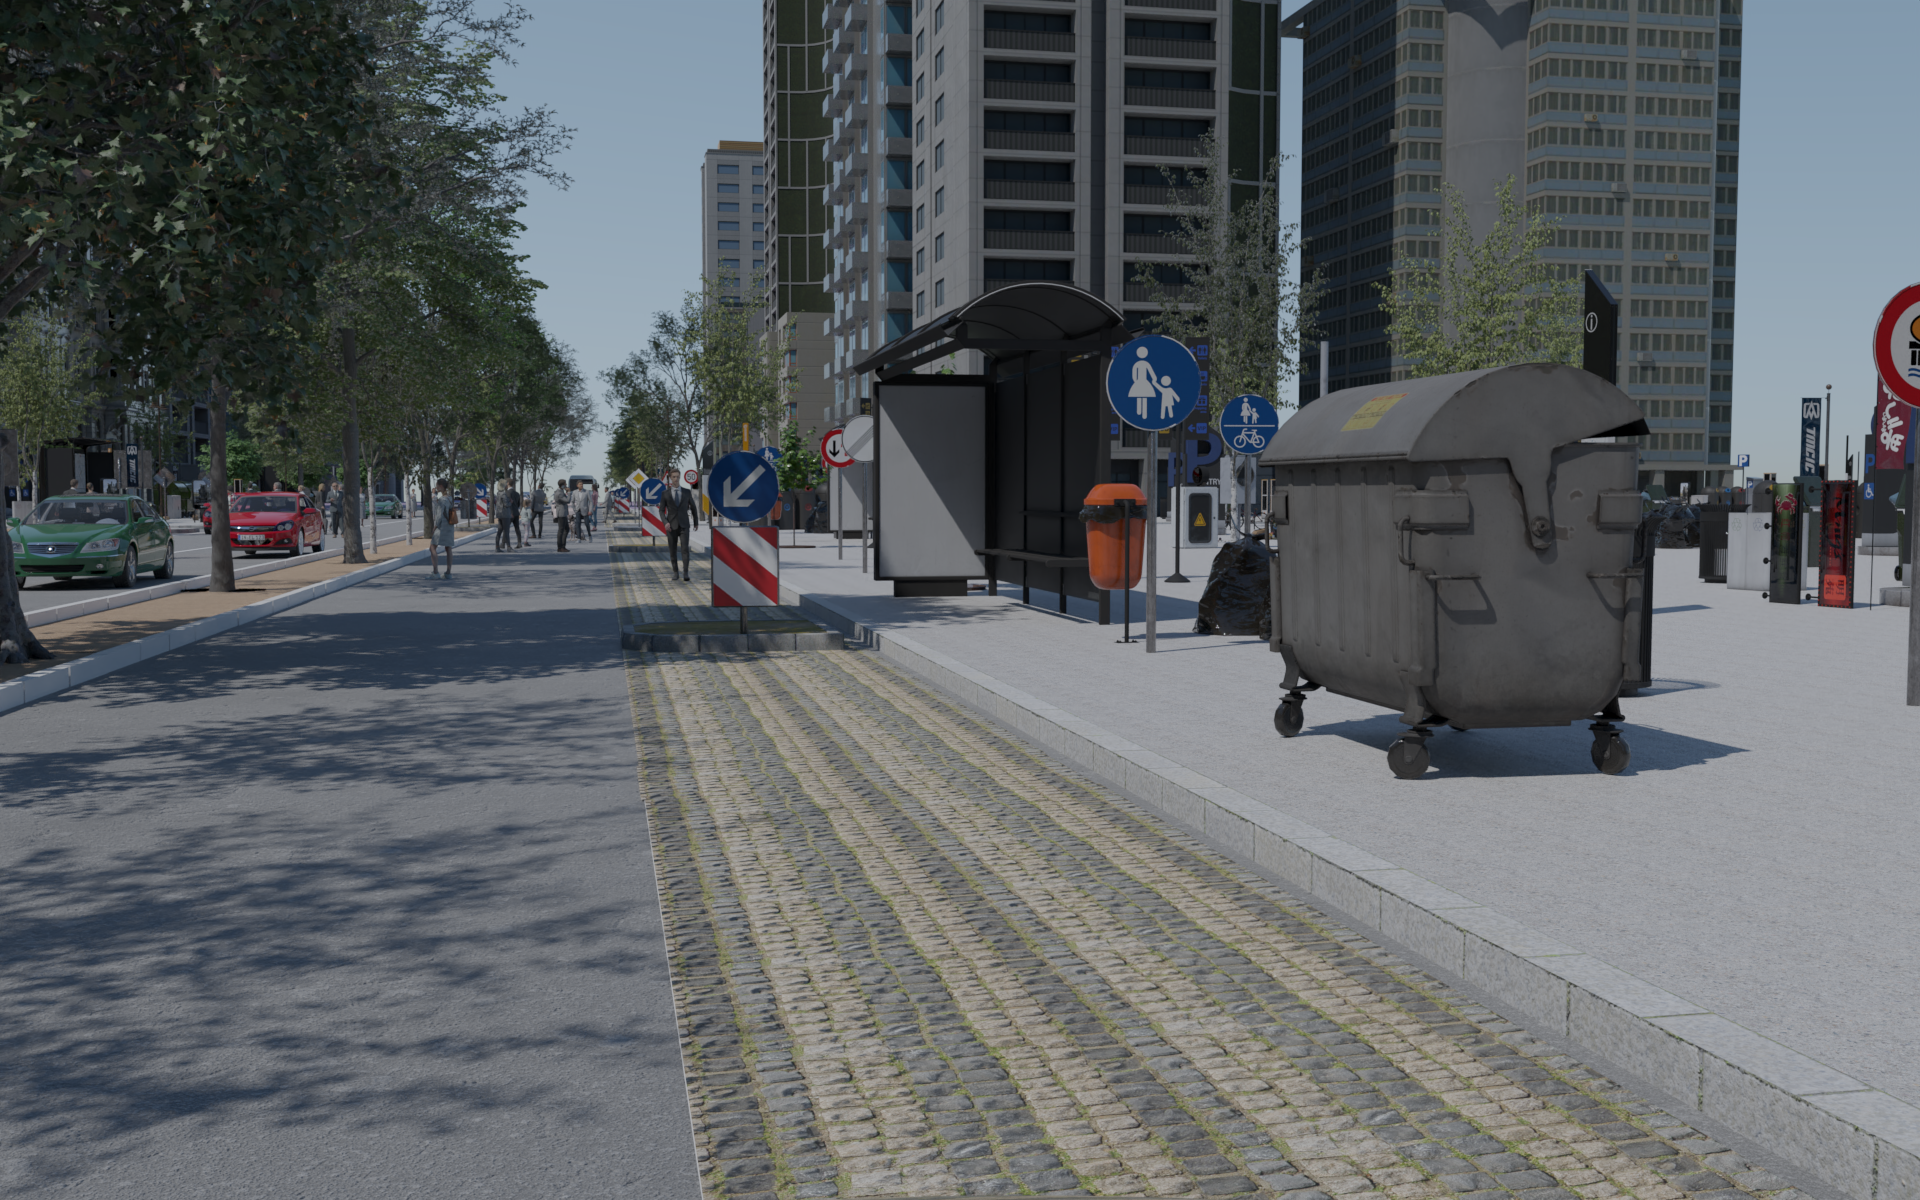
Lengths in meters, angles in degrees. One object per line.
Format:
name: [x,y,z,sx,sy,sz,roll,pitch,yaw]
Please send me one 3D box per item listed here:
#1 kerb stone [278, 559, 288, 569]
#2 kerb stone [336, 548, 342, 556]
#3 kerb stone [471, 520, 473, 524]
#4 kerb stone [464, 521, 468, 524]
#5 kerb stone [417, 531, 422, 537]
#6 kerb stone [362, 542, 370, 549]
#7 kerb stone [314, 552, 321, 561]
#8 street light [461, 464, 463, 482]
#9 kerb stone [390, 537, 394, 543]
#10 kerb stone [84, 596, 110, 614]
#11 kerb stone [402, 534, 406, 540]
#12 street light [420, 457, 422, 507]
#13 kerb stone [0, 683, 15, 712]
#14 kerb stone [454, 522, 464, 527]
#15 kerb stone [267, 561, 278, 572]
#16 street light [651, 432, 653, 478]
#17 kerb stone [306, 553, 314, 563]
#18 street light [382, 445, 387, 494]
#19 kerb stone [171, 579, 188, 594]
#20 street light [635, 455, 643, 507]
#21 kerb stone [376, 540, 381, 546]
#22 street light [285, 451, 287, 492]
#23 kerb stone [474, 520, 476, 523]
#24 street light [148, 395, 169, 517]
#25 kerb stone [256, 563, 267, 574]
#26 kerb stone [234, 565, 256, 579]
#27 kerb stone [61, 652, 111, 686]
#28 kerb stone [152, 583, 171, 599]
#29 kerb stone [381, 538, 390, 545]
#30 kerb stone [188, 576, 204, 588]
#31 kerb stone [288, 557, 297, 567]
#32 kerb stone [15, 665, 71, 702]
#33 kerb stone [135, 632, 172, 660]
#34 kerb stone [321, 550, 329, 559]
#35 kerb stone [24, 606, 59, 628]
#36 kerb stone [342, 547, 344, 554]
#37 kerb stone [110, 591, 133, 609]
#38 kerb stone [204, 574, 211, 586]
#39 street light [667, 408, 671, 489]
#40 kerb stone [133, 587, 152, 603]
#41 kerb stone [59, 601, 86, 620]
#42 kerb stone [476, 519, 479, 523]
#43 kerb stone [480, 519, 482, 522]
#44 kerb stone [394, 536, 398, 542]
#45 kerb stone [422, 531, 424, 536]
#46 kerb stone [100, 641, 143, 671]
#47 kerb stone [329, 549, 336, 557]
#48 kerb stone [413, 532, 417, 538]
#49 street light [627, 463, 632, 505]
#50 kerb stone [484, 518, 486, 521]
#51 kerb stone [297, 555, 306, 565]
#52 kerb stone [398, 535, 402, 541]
kerb stone: [-13.001,-0.659,32.972,0.120,0.150,1.000,-1,4,-12]
kerb stone: [-14.463,-1.088,39.991,0.120,0.150,1.000,-1,4,-12]
kerb stone: [-22.921,-3.579,80.712,0.120,0.150,1.000,-1,4,-12]
kerb stone: [-22.292,-3.394,77.690,0.120,0.150,1.000,-1,4,-12]
kerb stone: [-18.217,-2.193,58.058,0.120,0.150,1.000,-1,4,-12]
kerb stone: [-15.718,-1.457,46.014,0.120,0.150,1.000,-1,4,-12]
kerb stone: [-13.847,-0.899,36.986,0.120,0.150,1.000,-1,4,-12]
street light: [-65.509,-15.612,228.046,0.468,5.910,1.993,-1,4,-12]
kerb stone: [-16.545,-1.703,50.041,0.120,0.150,1.000,-1,4,-12]
kerb stone: [-10.501,0.078,20.918,0.120,0.150,1.000,-1,4,-12]
kerb stone: [-17.172,-1.883,53.047,0.120,0.150,1.000,-1,4,-12]
street light: [-54.782,-12.428,175.992,0.468,5.910,1.993,-1,4,-12]
kerb stone: [-6.368,0.666,11.356,0.120,0.150,1.000,-1,4,-12]
kerb stone: [-21.877,-3.271,75.674,0.120,0.150,1.000,-1,4,-12]
kerb stone: [-12.792,-0.595,31.960,0.120,0.150,1.000,-1,4,-12]
street light: [-21.305,-8.992,119.805,0.468,5.910,1.993,-1,4,-12]
kerb stone: [-13.628,-0.843,35.986,0.120,0.150,1.000,-1,4,-12]
street light: [-48.753,-10.650,146.922,0.468,5.910,1.993,-1,4,-12]
kerb stone: [-11.337,-0.167,24.927,0.120,0.150,1.000,-1,4,-12]
street light: [-30.964,-11.830,166.200,0.468,5.910,1.993,-1,4,-12]
kerb stone: [-15.927,-1.516,47.018,0.120,0.150,1.000,-1,4,-12]
street light: [-39.060,-7.801,100.327,0.468,5.910,1.993,-1,4,-12]
kerb stone: [-23.346,-3.700,82.722,0.120,0.150,1.000,-1,4,-12]
street light: [-33.092,-6.047,71.657,0.468,5.910,1.993,-1,4,-12]
kerb stone: [-12.584,-0.536,30.956,0.120,0.150,1.000,-1,4,-12]
kerb stone: [-12.371,-0.472,29.946,0.120,0.150,1.000,-1,4,-12]
kerb stone: [-6.778,0.542,13.362,0.120,0.150,1.000,-1,4,-12]
kerb stone: [-11.117,-0.106,23.928,0.120,0.150,1.000,-1,4,-12]
kerb stone: [-16.337,-1.636,49.037,0.120,0.150,1.000,-1,4,-12]
kerb stone: [-11.538,-0.229,25.933,0.120,0.150,1.000,-1,4,-12]
kerb stone: [-13.204,-0.716,33.982,0.120,0.150,1.000,-1,4,-12]
kerb stone: [-6.574,0.603,12.357,0.120,0.150,1.000,-1,4,-12]
kerb stone: [-7.203,0.418,15.362,0.120,0.150,1.000,-1,4,-12]
kerb stone: [-14.048,-0.963,37.988,0.120,0.150,1.000,-1,4,-12]
kerb stone: [-10.085,0.201,18.915,0.120,0.150,1.000,-1,4,-12]
kerb stone: [-14.679,-1.145,40.990,0.120,0.150,1.000,-1,4,-12]
kerb stone: [-10.700,0.020,21.921,0.120,0.150,1.000,-1,4,-12]
kerb stone: [-11.758,-0.290,26.939,0.120,0.150,1.000,-1,4,-12]
street light: [-15.342,-7.238,91.133,0.468,5.910,1.993,-1,4,-12]
kerb stone: [-10.917,-0.045,22.925,0.120,0.150,1.000,-1,4,-12]
kerb stone: [-10.293,0.139,19.917,0.120,0.150,1.000,-1,4,-12]
kerb stone: [-23.758,-3.825,84.735,0.120,0.150,1.000,-1,4,-12]
kerb stone: [-24.178,-3.948,86.746,0.120,0.150,1.000,-1,4,-12]
kerb stone: [-16.753,-1.763,51.042,0.120,0.150,1.000,-1,4,-12]
kerb stone: [-18.430,-2.250,59.058,0.120,0.150,1.000,-1,4,-12]
kerb stone: [-6.993,0.479,14.362,0.120,0.150,1.000,-1,4,-12]
kerb stone: [-14.252,-1.027,38.991,0.120,0.150,1.000,-1,4,-12]
kerb stone: [-17.787,-2.071,56.051,0.120,0.150,1.000,-1,4,-12]
street light: [-37.050,-13.593,195.024,0.468,5.910,1.993,-1,4,-12]
kerb stone: [-24.804,-4.127,89.760,0.120,0.150,1.000,-1,4,-12]
kerb stone: [-13.419,-0.782,34.981,0.120,0.150,1.000,-1,4,-12]
kerb stone: [-16.967,-1.825,52.042,0.120,0.150,1.000,-1,4,-12]
